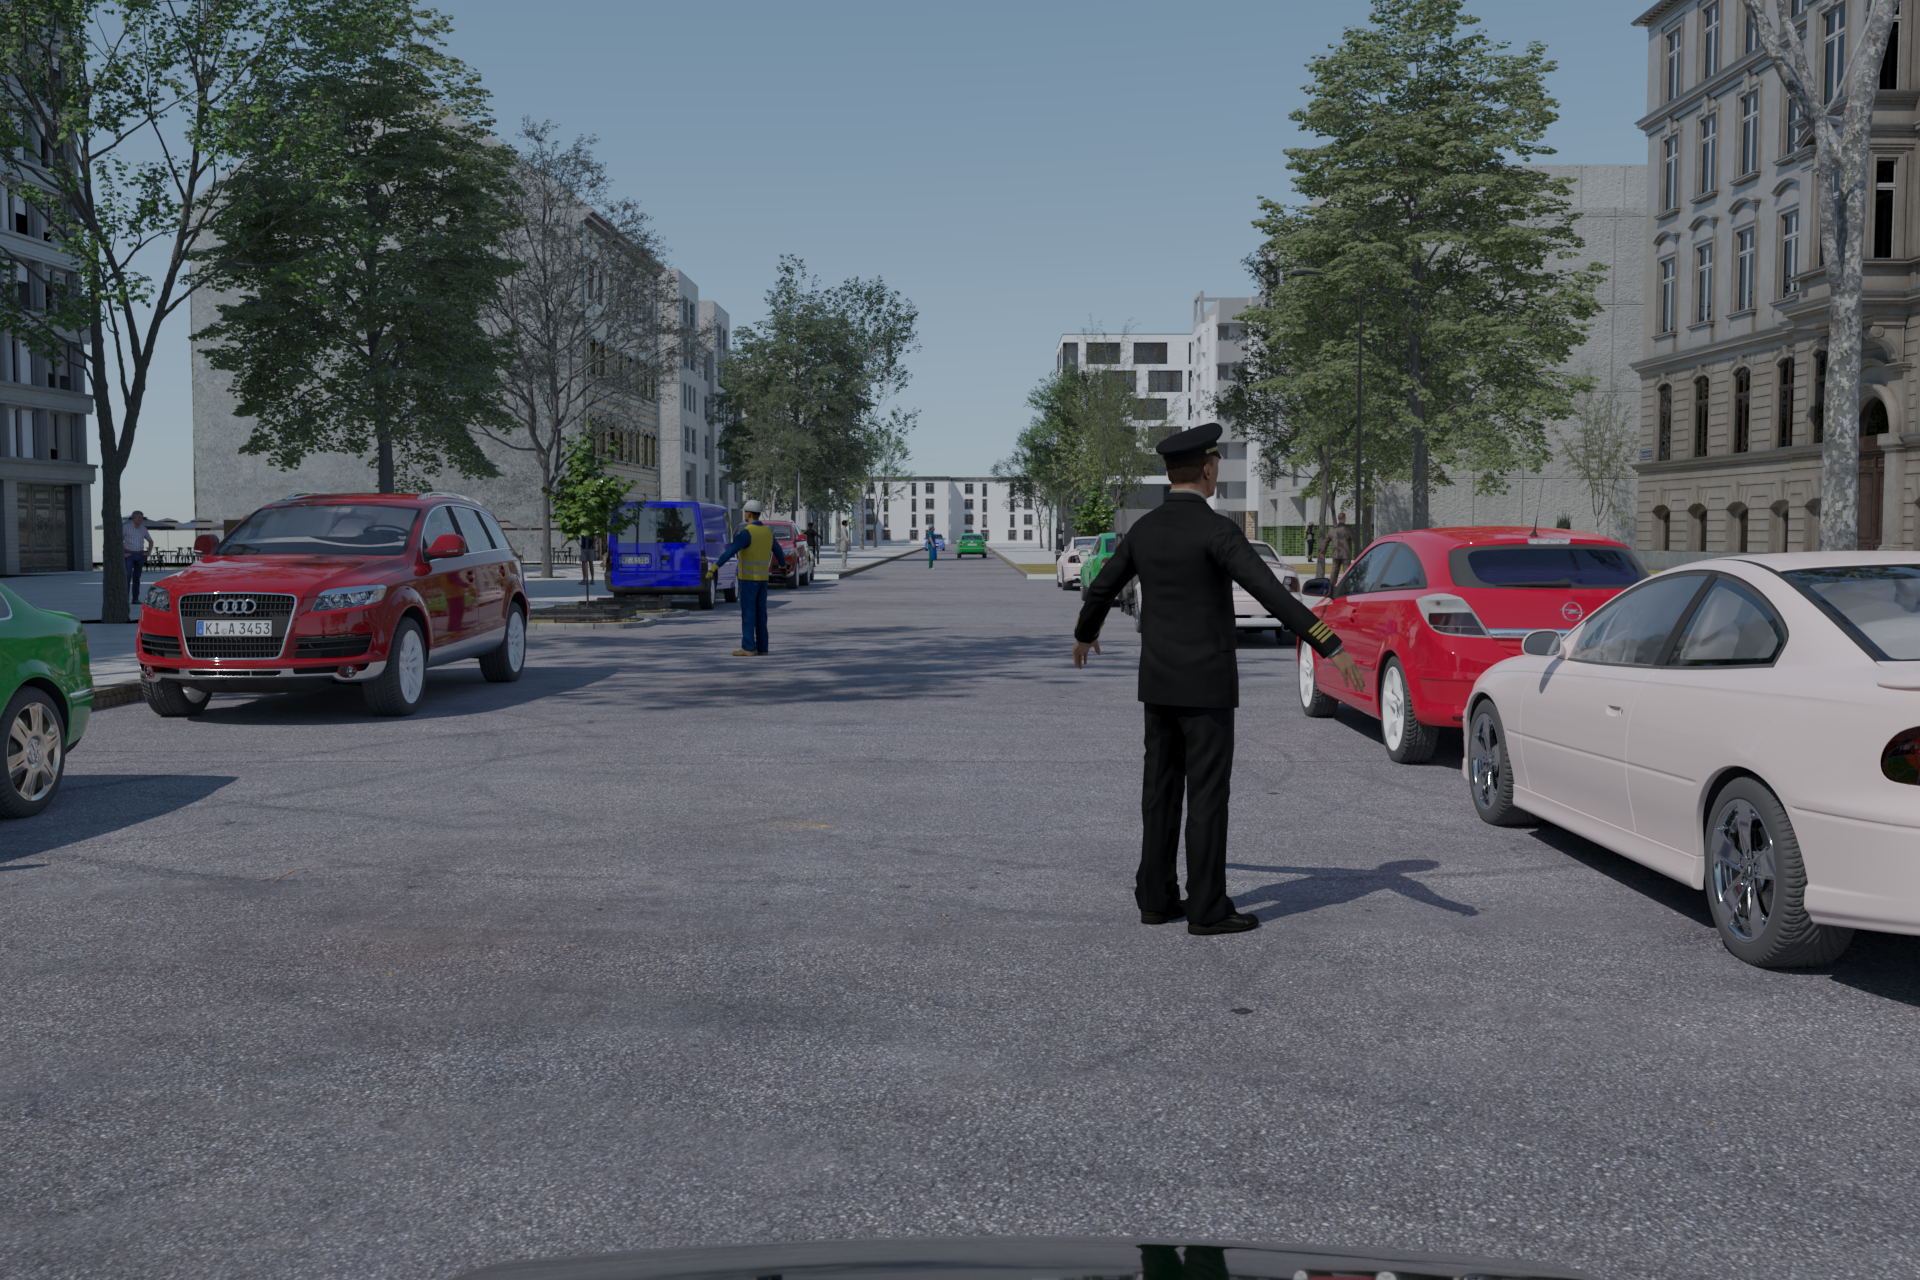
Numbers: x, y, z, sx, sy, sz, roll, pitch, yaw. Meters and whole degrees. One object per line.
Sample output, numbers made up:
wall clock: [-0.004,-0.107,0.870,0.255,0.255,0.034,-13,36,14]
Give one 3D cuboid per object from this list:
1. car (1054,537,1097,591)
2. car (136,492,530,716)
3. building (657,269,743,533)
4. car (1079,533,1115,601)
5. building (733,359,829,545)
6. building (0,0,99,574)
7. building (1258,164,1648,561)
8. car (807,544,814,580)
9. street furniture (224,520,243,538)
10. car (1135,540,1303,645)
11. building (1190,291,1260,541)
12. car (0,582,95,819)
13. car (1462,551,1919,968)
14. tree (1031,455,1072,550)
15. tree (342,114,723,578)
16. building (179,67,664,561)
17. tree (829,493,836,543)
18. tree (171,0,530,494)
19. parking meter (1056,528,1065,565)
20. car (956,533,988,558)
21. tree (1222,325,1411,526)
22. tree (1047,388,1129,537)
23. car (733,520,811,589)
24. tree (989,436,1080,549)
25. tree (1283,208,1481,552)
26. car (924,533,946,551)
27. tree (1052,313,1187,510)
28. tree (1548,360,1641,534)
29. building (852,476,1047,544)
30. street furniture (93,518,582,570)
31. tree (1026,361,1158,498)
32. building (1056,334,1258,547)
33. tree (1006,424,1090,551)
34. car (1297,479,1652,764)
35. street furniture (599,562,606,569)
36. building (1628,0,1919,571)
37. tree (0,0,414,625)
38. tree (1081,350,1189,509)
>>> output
car: [3.531,-2.017,45.344,2.083,1.381,4.827,0,4,1]
car: [-5.313,-0.406,15.306,2.281,1.827,5.304,0,4,0]
building: [-26.967,-16.207,131.447,16.747,18.905,31.486,0,4,0]
car: [3.467,-1.644,35.672,1.959,1.807,4.718,0,3,0]
building: [-24.061,-19.862,191.205,16.747,18.905,31.486,0,4,0]
building: [-31.879,-12.248,46.934,8.464,21.280,15.925,0,4,1]
building: [26.840,-13.775,91.679,16.747,18.905,31.486,0,4,0]
car: [-5.437,-2.469,52.174,2.131,1.459,4.920,0,4,0]
street furniture: [-19.276,-2.904,54.327,11.010,1.723,9.812,0,4,4]
car: [3.465,-0.692,23.677,2.083,1.381,4.827,0,4,1]
building: [23.257,-17.069,135.501,16.016,20.090,11.380,0,3,0]
car: [-5.574,0.085,7.400,1.959,1.807,4.718,0,4,0]
car: [3.517,0.322,7.102,2.083,1.381,4.827,0,4,0]
tree: [7.113,-11.664,141.061,4.360,8.622,3.978,0,3,0]
tree: [-12.053,-8.563,50.367,12.009,13.543,11.850,0,3,0]
building: [-26.592,-15.834,89.822,19.493,23.208,18.063,0,4,1]
tree: [-18.332,-18.235,248.505,4.360,8.622,3.978,0,3,0]
tree: [-12.324,-7.206,35.940,7.486,12.596,7.792,0,3,0]
parking meter: [4.203,-3.931,72.690,0.372,1.533,0.369,0,3,0]
car: [0.710,-5.814,103.863,1.959,1.807,4.718,0,4,0]
tree: [15.293,-8.352,70.964,8.767,10.594,7.601,-2,4,-32]
tree: [6.601,-8.265,85.499,4.737,8.622,4.395,0,3,0]
car: [-5.217,-2.329,46.754,2.281,1.827,5.304,0,4,0]
tree: [7.026,-13.313,152.081,8.767,10.594,7.601,-2,4,-28]
tree: [14.586,-8.702,60.407,7.486,12.596,7.792,0,3,0]
car: [-2.135,-8.502,148.599,1.945,1.707,3.694,0,4,0]
tree: [4.791,-6.614,58.497,4.360,8.622,3.978,0,3,0]
tree: [27.030,-7.511,73.166,4.360,8.622,3.978,0,3,0]
building: [-1.353,-18.752,251.196,28.070,9.664,9.099,0,4,4]
street furniture: [-29.070,-3.808,67.290,27.439,1.986,14.083,0,4,1]
tree: [7.118,-9.761,94.000,7.601,10.594,8.767,-1,4,-16]
building: [24.579,-21.339,192.863,27.936,21.610,32.646,0,4,1]
tree: [7.065,-12.005,130.700,7.601,10.594,8.767,-3,4,-38]
car: [3.594,-0.199,12.290,2.155,1.783,4.494,0,3,0]
street furniture: [-11.363,-3.242,68.630,5.734,0.657,10.072,0,4,-3]
building: [29.562,-13.824,45.114,14.460,24.649,34.723,0,3,0]
tree: [-12.065,-6.054,24.744,9.928,11.665,9.643,0,3,0]
tree: [6.377,-7.251,68.919,4.360,8.622,3.978,0,3,0]
